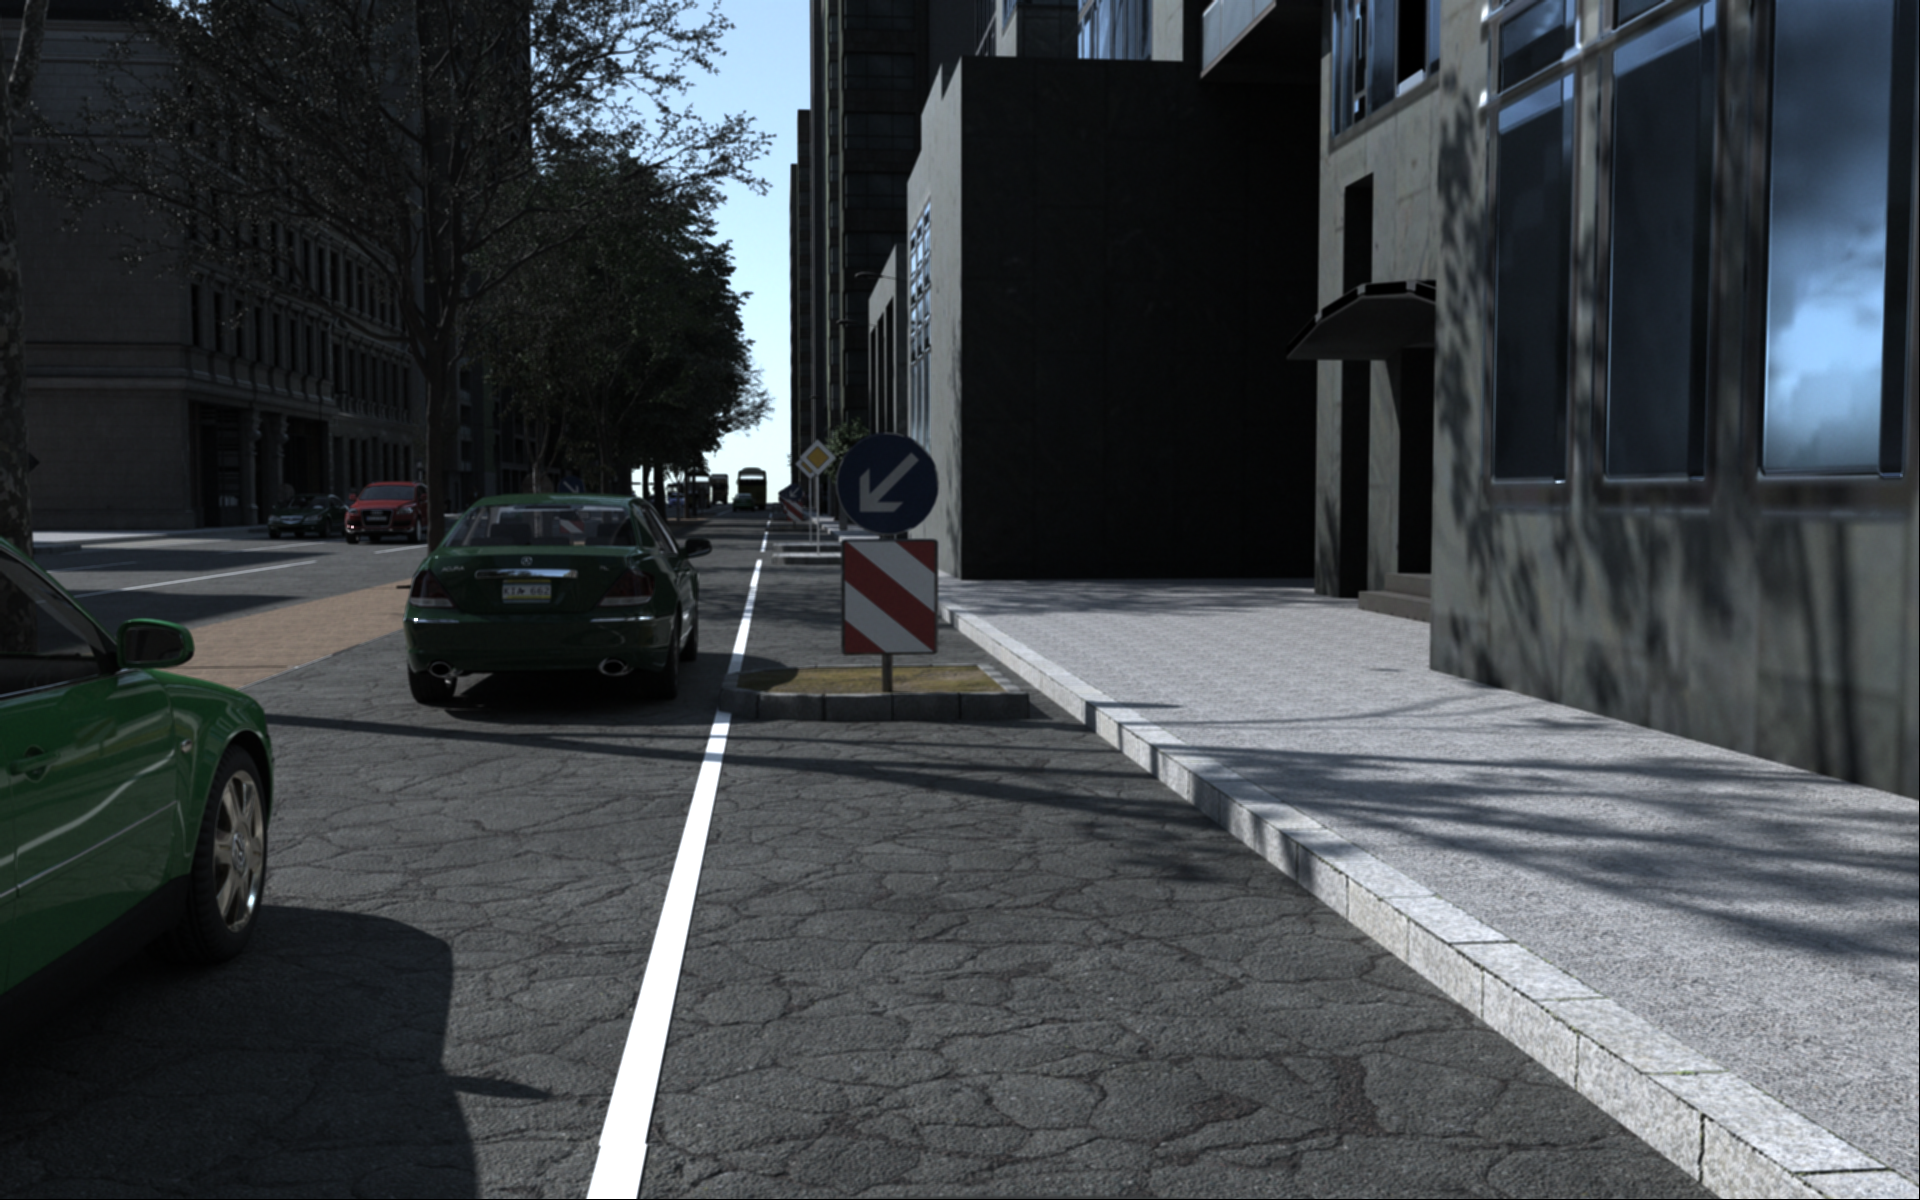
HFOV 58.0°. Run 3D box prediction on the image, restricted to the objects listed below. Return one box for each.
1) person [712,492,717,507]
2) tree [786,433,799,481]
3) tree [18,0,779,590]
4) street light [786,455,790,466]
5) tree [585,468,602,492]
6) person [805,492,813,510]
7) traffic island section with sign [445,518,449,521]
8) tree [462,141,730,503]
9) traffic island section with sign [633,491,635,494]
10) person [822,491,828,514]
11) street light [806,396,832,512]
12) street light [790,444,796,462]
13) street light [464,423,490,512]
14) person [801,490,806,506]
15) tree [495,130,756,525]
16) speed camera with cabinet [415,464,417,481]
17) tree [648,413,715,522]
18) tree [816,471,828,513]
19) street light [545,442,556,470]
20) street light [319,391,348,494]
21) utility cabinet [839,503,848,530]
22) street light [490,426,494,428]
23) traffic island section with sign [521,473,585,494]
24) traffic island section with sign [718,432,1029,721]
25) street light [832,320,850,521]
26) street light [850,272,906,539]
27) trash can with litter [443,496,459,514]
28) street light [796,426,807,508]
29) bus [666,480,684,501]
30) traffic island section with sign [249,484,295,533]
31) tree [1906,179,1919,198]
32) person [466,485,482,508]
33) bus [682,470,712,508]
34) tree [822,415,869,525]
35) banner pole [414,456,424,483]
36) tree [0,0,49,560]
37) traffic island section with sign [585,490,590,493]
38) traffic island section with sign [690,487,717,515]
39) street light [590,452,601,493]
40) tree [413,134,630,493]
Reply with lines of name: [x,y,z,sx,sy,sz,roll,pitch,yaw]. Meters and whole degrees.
person: [-27.987,-11.480,197.116,0.541,1.710,0.530,1,4,15]
tree: [-18.247,-15.425,202.560,4.360,8.622,3.978,0,3,0]
tree: [-7.974,-6.922,26.000,12.009,13.543,11.850,0,3,0]
street light: [-19.569,-14.271,205.875,1.470,5.913,1.316,0,4,-6]
tree: [-41.640,-12.862,194.006,4.285,4.588,4.351,0,3,0]
person: [-12.272,-8.014,140.304,0.697,1.427,0.421,2,4,25]
traffic island section with sign: [-28.164,-5.074,91.595,1.989,1.847,2.006,0,4,-6]
tree: [-10.400,-7.469,50.338,9.928,11.665,9.643,0,3,0]
traffic island section with sign: [-42.195,-13.137,223.423,1.989,1.847,2.006,0,4,-6]
person: [-8.776,-6.482,112.041,0.660,1.820,0.620,-3,4,-37]
street light: [-6.407,-6.707,82.198,1.470,5.913,1.316,0,4,-6]
street light: [-14.619,-11.431,159.440,1.470,5.913,1.316,0,4,-6]
street light: [-31.933,-8.636,113.744,1.470,5.913,1.316,0,4,-6]
person: [-16.356,-10.627,180.737,0.756,1.711,0.436,2,4,30]
tree: [-11.713,-9.257,60.470,9.857,13.997,8.962,0,3,0]
speed camera with cabinet: [-35.702,-7.391,115.179,0.660,3.252,2.038,3,4,38]
tree: [-14.445,-8.295,88.435,4.737,8.622,4.395,0,3,0]
tree: [-8.701,-7.369,115.090,1.663,3.219,1.824,0,3,0]
street light: [-36.523,-11.149,154.833,1.470,5.913,1.316,0,4,-6]
street light: [-28.170,-6.442,77.875,1.470,5.913,1.316,0,4,-6]
utility cabinet: [-4.172,-3.264,62.048,0.318,1.500,1.173,0,4,-4]
street light: [-32.607,-8.942,118.743,1.470,5.913,1.316,0,4,-6]
traffic island section with sign: [-8.892,-1.710,36.101,2.006,1.907,1.989,0,4,-6]
traffic island section with sign: [-0.648,-0.200,11.890,1.989,1.847,2.006,0,4,-6]
street light: [-2.581,-4.513,46.336,1.470,5.913,1.316,0,4,-6]
street light: [-1.495,-3.913,36.517,1.470,5.913,1.316,0,4,-6]
trash can with litter: [-33.160,-6.195,112.675,1.055,1.170,0.624,-2,4,-30]
street light: [-10.684,-9.207,123.071,1.470,5.913,1.316,0,4,-6]
bus: [-43.178,-16.530,265.127,2.948,3.499,13.247,0,4,-6]
traffic island section with sign: [-25.308,-3.433,64.755,1.989,1.847,2.006,0,4,-6]
tree: [2.956,-0.559,3.737,1.663,3.219,1.824,0,3,0]
person: [-21.116,-4.086,75.218,0.836,1.842,0.656,2,4,27]
bus: [-26.927,-11.432,178.465,2.896,3.916,12.252,0,4,-7]
tree: [-4.175,-5.365,71.431,4.285,4.588,4.351,0,3,0]
banner pole: [-35.279,-7.510,112.800,0.863,3.779,0.401,1,4,11]
tree: [-5.376,-9.324,10.800,12.611,20.169,13.585,0,3,0]
traffic island section with sign: [-36.367,-9.791,168.713,1.989,1.847,2.006,0,4,-6]
traffic island section with sign: [-17.624,-6.731,118.185,2.006,1.907,1.989,0,4,-6]
street light: [-40.225,-13.356,190.905,1.470,5.913,1.316,0,4,-6]
tree: [-8.525,-5.012,34.759,4.360,8.622,3.978,0,3,0]
